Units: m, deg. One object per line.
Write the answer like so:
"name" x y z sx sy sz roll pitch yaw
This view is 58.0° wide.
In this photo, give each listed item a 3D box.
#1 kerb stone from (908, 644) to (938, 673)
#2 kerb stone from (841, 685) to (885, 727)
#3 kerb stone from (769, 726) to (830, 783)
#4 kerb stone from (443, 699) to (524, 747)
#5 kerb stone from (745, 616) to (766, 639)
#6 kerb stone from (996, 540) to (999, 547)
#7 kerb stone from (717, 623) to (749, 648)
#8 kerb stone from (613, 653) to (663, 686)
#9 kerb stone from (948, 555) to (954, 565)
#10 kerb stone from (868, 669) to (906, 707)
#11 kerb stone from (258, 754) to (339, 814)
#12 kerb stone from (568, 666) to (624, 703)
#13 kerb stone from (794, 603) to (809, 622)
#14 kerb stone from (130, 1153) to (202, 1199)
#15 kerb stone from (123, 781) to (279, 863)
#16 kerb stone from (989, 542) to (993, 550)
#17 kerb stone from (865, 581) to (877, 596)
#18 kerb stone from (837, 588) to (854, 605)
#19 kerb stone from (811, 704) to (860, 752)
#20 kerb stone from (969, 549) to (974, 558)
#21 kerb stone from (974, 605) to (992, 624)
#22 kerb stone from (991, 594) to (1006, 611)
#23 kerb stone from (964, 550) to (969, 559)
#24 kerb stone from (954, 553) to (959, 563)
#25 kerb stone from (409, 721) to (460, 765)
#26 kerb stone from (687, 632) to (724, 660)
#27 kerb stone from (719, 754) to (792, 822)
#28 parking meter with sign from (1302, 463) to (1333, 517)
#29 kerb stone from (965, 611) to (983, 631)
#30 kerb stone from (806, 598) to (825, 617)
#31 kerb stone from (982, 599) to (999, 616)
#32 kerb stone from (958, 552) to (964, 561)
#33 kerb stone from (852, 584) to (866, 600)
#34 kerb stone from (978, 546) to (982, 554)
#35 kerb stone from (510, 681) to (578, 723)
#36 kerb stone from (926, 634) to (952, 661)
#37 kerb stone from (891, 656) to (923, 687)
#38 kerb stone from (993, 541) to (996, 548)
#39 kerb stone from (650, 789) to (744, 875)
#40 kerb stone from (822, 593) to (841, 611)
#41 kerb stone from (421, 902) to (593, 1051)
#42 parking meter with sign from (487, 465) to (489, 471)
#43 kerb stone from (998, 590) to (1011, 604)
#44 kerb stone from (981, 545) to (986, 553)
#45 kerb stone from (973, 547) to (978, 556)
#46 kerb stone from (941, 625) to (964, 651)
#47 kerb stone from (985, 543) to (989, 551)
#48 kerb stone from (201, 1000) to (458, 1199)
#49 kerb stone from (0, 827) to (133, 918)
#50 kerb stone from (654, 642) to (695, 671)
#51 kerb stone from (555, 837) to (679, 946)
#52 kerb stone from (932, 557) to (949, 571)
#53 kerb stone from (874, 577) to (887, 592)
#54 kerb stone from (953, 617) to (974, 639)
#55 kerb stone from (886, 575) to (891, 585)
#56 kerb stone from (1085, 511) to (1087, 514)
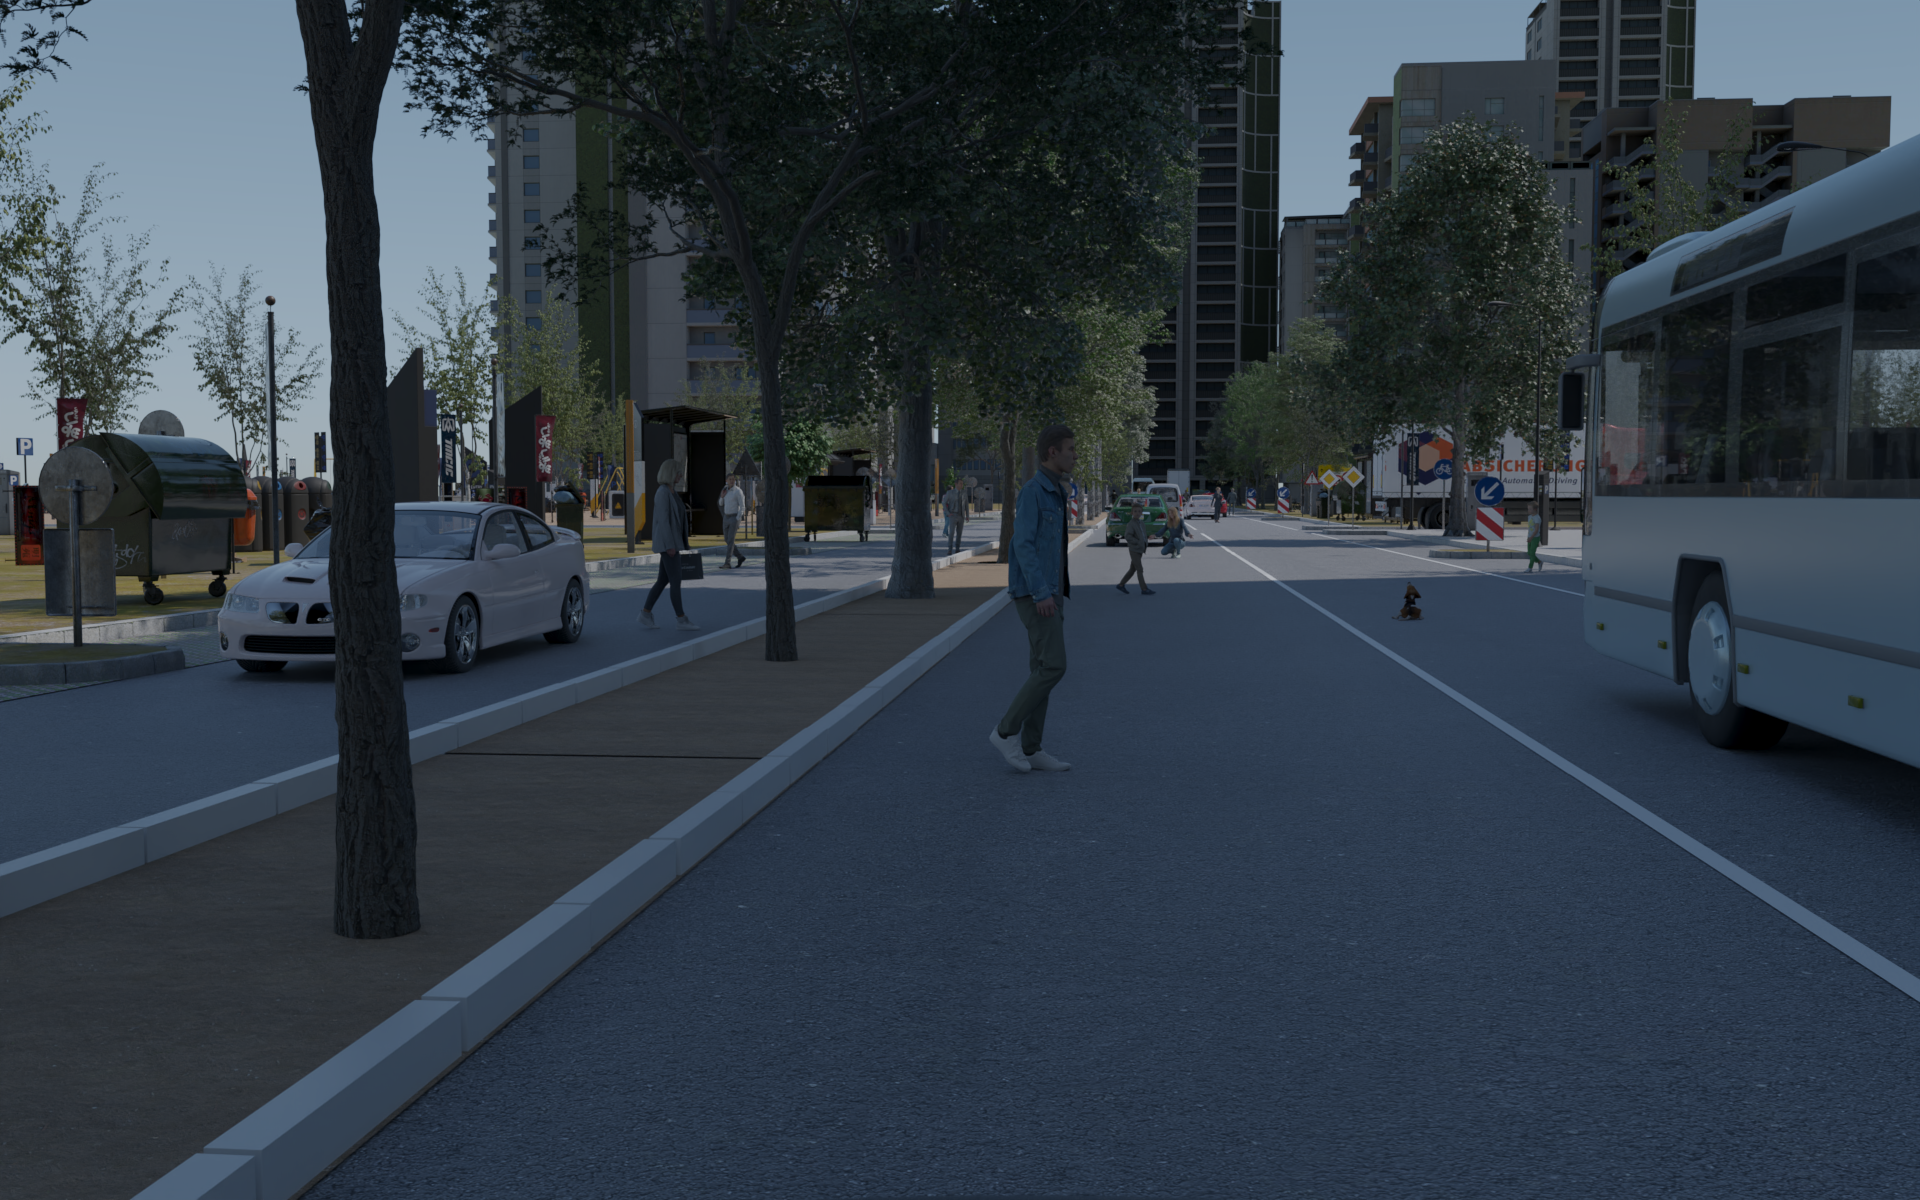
"kerb stone" -0.316 0.496 14.092 0.120 0.150 1.000 0 4 6
"kerb stone" -0.630 0.688 11.027 0.120 0.150 1.000 0 4 6
"kerb stone" -0.839 0.807 8.993 0.120 0.150 1.000 0 4 6
"kerb stone" -2.825 0.732 10.232 0.120 0.150 1.000 0 4 6
"kerb stone" -2.081 0.295 17.369 0.120 0.150 1.000 0 4 6
"kerb stone" 0.874 -1.447 45.893 0.120 0.150 1.000 0 4 6
"kerb stone" -2.189 0.357 16.353 0.120 0.150 1.000 0 4 6
"kerb stone" -2.498 0.544 13.299 0.120 0.150 1.000 0 4 6
"kerb stone" -0.289 -0.765 34.705 0.120 0.150 1.000 0 4 6
"kerb stone" -0.523 0.621 12.043 0.120 0.150 1.000 0 4 6
"kerb stone" -3.039 0.856 8.199 0.120 0.150 1.000 0 4 6
"kerb stone" -2.607 0.608 12.276 0.120 0.150 1.000 0 4 6
"kerb stone" -1.870 0.171 19.407 0.120 0.150 1.000 0 4 6
"kerb stone" -1.481 1.185 2.879 0.120 0.150 1.000 0 4 6
"kerb stone" -3.143 0.920 7.181 0.120 0.150 1.000 0 4 6
"kerb stone" 0.668 -1.325 43.860 0.120 0.150 1.000 0 4 6
"kerb stone" -1.339 -0.138 24.508 0.120 0.150 1.000 0 4 6
"kerb stone" -1.555 -0.016 22.465 0.120 0.150 1.000 0 4 6
"kerb stone" -0.731 0.749 10.010 0.120 0.150 1.000 0 4 6
"kerb stone" 0.147 -1.011 38.770 0.120 0.150 1.000 0 4 6
"kerb stone" 0.220 0.187 19.181 0.120 0.150 1.000 0 4 6
"kerb stone" 0.430 0.067 21.219 0.120 0.150 1.000 0 4 6
"kerb stone" 0.034 -0.952 37.754 0.120 0.150 1.000 0 4 6
"kerb stone" -0.178 -0.825 35.721 0.120 0.150 1.000 0 4 6
"kerb stone" -2.929 0.797 9.215 0.120 0.150 1.000 0 4 6
"kerb stone" -2.288 0.420 15.336 0.120 0.150 1.000 0 4 6
"kerb stone" -0.946 0.871 7.977 0.120 0.150 1.000 0 4 6
"parking meter with sign" 20.117 -6.186 97.396 1.738 3.016 0.543 1 4 14
"kerb stone" 0.113 0.247 18.164 0.120 0.150 1.000 0 4 6
"kerb stone" -1.769 0.108 20.428 0.120 0.150 1.000 0 4 6
"kerb stone" 0.322 0.125 20.198 0.120 0.150 1.000 0 4 6
"kerb stone" -0.069 -0.889 36.737 0.120 0.150 1.000 0 4 6
"kerb stone" -1.446 -0.079 23.487 0.120 0.150 1.000 0 4 6
"kerb stone" 0.354 -1.138 40.807 0.120 0.150 1.000 0 4 6
"kerb stone" -2.720 0.670 11.248 0.120 0.150 1.000 0 4 6
"kerb stone" -0.209 0.433 15.109 0.120 0.150 1.000 0 4 6
"kerb stone" -0.421 0.562 13.060 0.120 0.150 1.000 0 4 6
"kerb stone" 0.766 -1.387 44.877 0.120 0.150 1.000 0 4 6
"kerb stone" -1.050 0.932 6.961 0.120 0.150 1.000 0 4 6
"kerb stone" -1.656 0.046 21.448 0.120 0.150 1.000 0 4 6
"kerb stone" -1.265 1.057 4.919 0.120 0.150 1.000 0 4 6
"parking meter with sign" -28.156 -6.477 102.156 0.543 3.016 1.738 1 4 12
"kerb stone" 0.531 0.001 22.236 0.120 0.150 1.000 0 4 6
"kerb stone" 0.454 -1.201 41.826 0.120 0.150 1.000 0 4 6
"kerb stone" 0.244 -1.076 39.787 0.120 0.150 1.000 0 4 6
"kerb stone" -0.097 0.373 16.125 0.120 0.150 1.000 0 4 6
"kerb stone" 0.560 -1.263 42.843 0.120 0.150 1.000 0 4 6
"kerb stone" -1.374 1.120 3.896 0.120 0.150 1.000 0 4 6
"kerb stone" -3.246 0.981 6.164 0.120 0.150 1.000 0 4 6
"kerb stone" -2.397 0.485 14.320 0.120 0.150 1.000 0 4 6
"kerb stone" -1.165 0.994 5.936 0.120 0.150 1.000 0 4 6
"kerb stone" -0.386 -0.703 33.688 0.120 0.150 1.000 0 4 6
"kerb stone" -1.238 -0.204 25.524 0.120 0.150 1.000 0 4 6
"kerb stone" 0.005 0.309 17.144 0.120 0.150 1.000 0 4 6
"kerb stone" -1.127 -0.267 26.554 0.120 0.150 1.000 0 4 6
"kerb stone" 9.831 -6.727 132.173 0.120 0.150 1.000 0 4 6
